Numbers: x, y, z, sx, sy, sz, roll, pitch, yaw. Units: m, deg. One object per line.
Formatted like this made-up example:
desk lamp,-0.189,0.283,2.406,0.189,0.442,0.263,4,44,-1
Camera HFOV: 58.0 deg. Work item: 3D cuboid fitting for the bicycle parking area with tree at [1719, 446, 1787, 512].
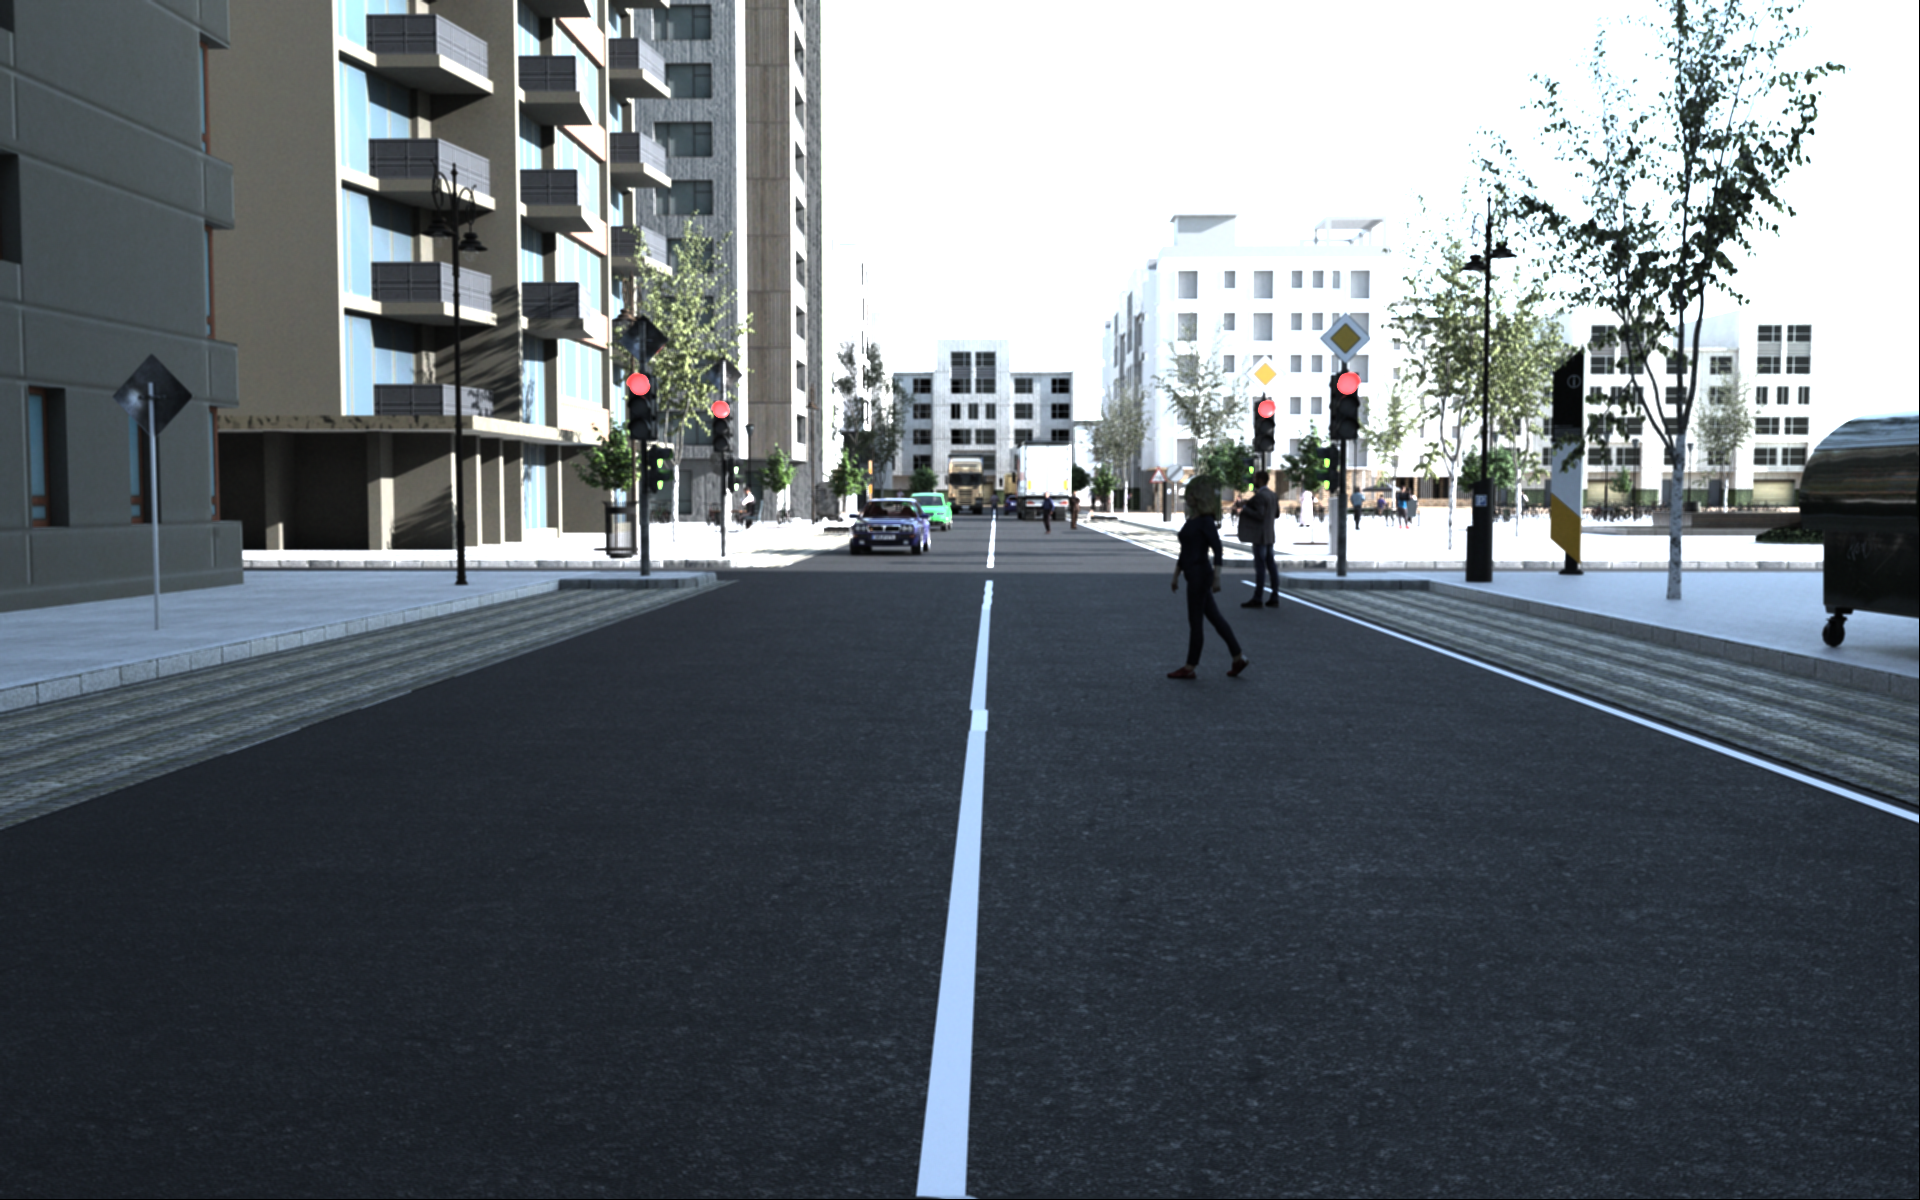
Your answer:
bicycle parking area with tree,42.892,-6.869,99.304,8.231,4.147,9.016,-2,4,-35

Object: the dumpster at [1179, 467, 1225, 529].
dumpster,8.852,-3.722,63.354,1.502,2.255,1.985,0,4,1

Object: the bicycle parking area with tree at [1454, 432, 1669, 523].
bicycle parking area with tree,27.185,-5.665,79.621,8.231,4.147,9.016,1,4,12

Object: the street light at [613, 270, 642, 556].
street light,-6.793,-3.866,35.991,0.468,5.910,1.993,0,4,1

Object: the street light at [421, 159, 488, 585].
street light,-7.060,-3.154,24.350,0.468,5.910,1.993,0,4,1

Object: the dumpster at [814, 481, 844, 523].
dumpster,-5.884,-4.406,77.791,1.264,1.857,1.865,0,4,1

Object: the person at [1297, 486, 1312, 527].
person,13.313,-3.677,66.823,0.621,1.740,0.551,1,4,13

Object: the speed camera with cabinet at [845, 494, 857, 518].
speed camera with cabinet,-5.894,-6.043,93.136,0.660,3.252,2.038,0,4,-6

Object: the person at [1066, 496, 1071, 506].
person,11.302,-10.685,180.732,0.705,1.826,1.348,-1,4,-15

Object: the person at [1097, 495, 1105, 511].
person,10.686,-7.493,129.261,1.217,1.735,0.721,-2,4,-31

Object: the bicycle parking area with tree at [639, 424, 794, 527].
bicycle parking area with tree,-11.295,-5.179,71.677,8.231,4.147,9.016,1,4,22

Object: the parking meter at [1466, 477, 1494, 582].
parking meter,7.607,-1.036,25.342,0.372,1.533,0.369,0,3,0

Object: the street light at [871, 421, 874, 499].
street light,-5.375,-8.208,106.995,0.468,5.910,1.993,0,4,1

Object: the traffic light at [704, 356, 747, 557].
traffic light,-4.780,-2.829,35.177,0.839,4.253,0.868,0,4,1

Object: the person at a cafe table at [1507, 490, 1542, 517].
person at a cafe table,31.474,-5.401,96.818,1.698,1.524,1.622,2,4,30

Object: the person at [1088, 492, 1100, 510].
person,10.753,-8.161,139.455,1.348,1.826,0.705,-3,4,-37

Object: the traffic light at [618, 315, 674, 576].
traffic light,-4.945,-2.341,27.194,0.839,4.253,0.868,0,4,1

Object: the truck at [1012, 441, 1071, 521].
truck,4.531,-6.595,96.743,2.839,4.237,11.283,0,4,-1

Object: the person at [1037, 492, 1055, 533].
person,3.096,-3.175,63.112,0.600,1.496,0.574,-1,4,-14

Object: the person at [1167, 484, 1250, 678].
person,1.938,-0.151,13.519,0.613,1.512,0.480,-2,4,-27

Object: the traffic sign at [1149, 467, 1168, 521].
traffic sign,9.397,-5.015,81.996,0.884,2.594,0.081,0,4,6

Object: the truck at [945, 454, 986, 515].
truck,0.407,-8.272,124.168,2.839,4.237,11.283,0,4,0

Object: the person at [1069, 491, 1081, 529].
person,4.731,-3.688,71.068,0.482,1.546,0.388,-1,4,-18

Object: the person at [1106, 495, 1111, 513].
person,10.076,-6.761,117.135,0.434,1.755,0.990,0,4,3

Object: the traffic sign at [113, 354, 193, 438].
traffic sign,-7.608,-1.016,16.343,0.795,2.593,0.064,0,4,6

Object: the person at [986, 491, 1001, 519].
person,1.956,-5.344,97.840,0.963,1.587,0.435,-1,4,-21

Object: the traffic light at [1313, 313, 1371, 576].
traffic light,5.954,-2.328,26.985,0.839,4.253,0.868,0,4,1

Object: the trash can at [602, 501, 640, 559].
trash can,-6.774,-1.404,34.601,0.748,1.137,0.748,0,3,0

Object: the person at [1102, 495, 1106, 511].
person,10.992,-7.807,133.548,0.599,1.838,0.709,0,4,-2

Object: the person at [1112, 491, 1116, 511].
person,11.437,-7.567,130.704,0.756,1.711,0.436,-3,4,-36

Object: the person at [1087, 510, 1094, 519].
person,7.473,-4.893,98.973,0.357,0.543,0.381,-1,4,-20

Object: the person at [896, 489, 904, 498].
person,-4.676,-7.745,133.605,0.756,1.711,0.436,2,4,35

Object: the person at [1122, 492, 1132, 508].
person,11.363,-6.641,117.852,0.697,1.427,0.421,0,4,4

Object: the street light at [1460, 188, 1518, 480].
street light,8.068,-3.290,26.578,0.468,5.910,1.993,0,4,1

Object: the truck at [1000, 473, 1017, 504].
truck,5.381,-10.009,159.570,3.469,3.379,9.791,0,4,1

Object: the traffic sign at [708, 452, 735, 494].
traffic sign,-6.707,-2.980,48.821,0.768,2.556,0.104,0,4,2

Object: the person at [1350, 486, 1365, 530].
person,14.160,-3.269,61.697,0.429,1.552,0.499,-1,4,-20

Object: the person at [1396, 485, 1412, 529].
person,16.251,-3.390,63.335,0.647,1.594,0.662,2,4,32

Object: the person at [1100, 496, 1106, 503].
person,15.452,-10.964,185.260,0.705,1.831,1.348,3,5,45

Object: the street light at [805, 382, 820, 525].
street light,-6.085,-6.044,71.608,0.468,5.910,1.993,0,4,1

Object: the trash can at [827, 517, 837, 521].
trash can,-6.068,-4.354,82.839,0.748,1.137,0.748,0,3,0

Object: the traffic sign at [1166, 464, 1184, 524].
traffic sign,9.169,-4.514,73.905,0.768,2.556,0.104,1,4,9

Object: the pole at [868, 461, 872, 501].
pole,-5.493,-6.849,105.830,0.158,3.312,0.155,0,3,0

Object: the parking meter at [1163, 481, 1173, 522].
parking meter,9.418,-4.456,78.563,0.399,1.863,0.255,-2,4,-30

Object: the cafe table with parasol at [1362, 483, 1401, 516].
cafe table with parasol,24.408,-5.814,99.922,2.610,1.966,2.610,0,4,-4

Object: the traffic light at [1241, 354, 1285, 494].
traffic light,6.119,-2.816,34.969,0.839,4.253,0.868,0,4,1

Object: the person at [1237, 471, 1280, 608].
person,3.786,-0.772,21.948,0.431,1.722,0.655,3,5,42

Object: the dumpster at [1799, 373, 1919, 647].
dumpster,7.827,-0.686,13.704,1.502,2.255,1.985,0,4,1

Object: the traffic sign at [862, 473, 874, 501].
traffic sign,-5.555,-6.347,103.878,0.768,2.556,0.104,0,4,7

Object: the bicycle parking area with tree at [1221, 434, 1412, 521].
bicycle parking area with tree,17.023,-5.986,84.867,9.016,4.147,8.231,-2,4,-30

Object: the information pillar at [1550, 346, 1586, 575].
information pillar,9.698,-2.218,27.612,0.504,3.616,0.183,2,4,33

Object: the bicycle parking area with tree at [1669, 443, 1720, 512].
bicycle parking area with tree,32.691,-6.268,89.478,8.231,4.147,9.016,0,4,-7
